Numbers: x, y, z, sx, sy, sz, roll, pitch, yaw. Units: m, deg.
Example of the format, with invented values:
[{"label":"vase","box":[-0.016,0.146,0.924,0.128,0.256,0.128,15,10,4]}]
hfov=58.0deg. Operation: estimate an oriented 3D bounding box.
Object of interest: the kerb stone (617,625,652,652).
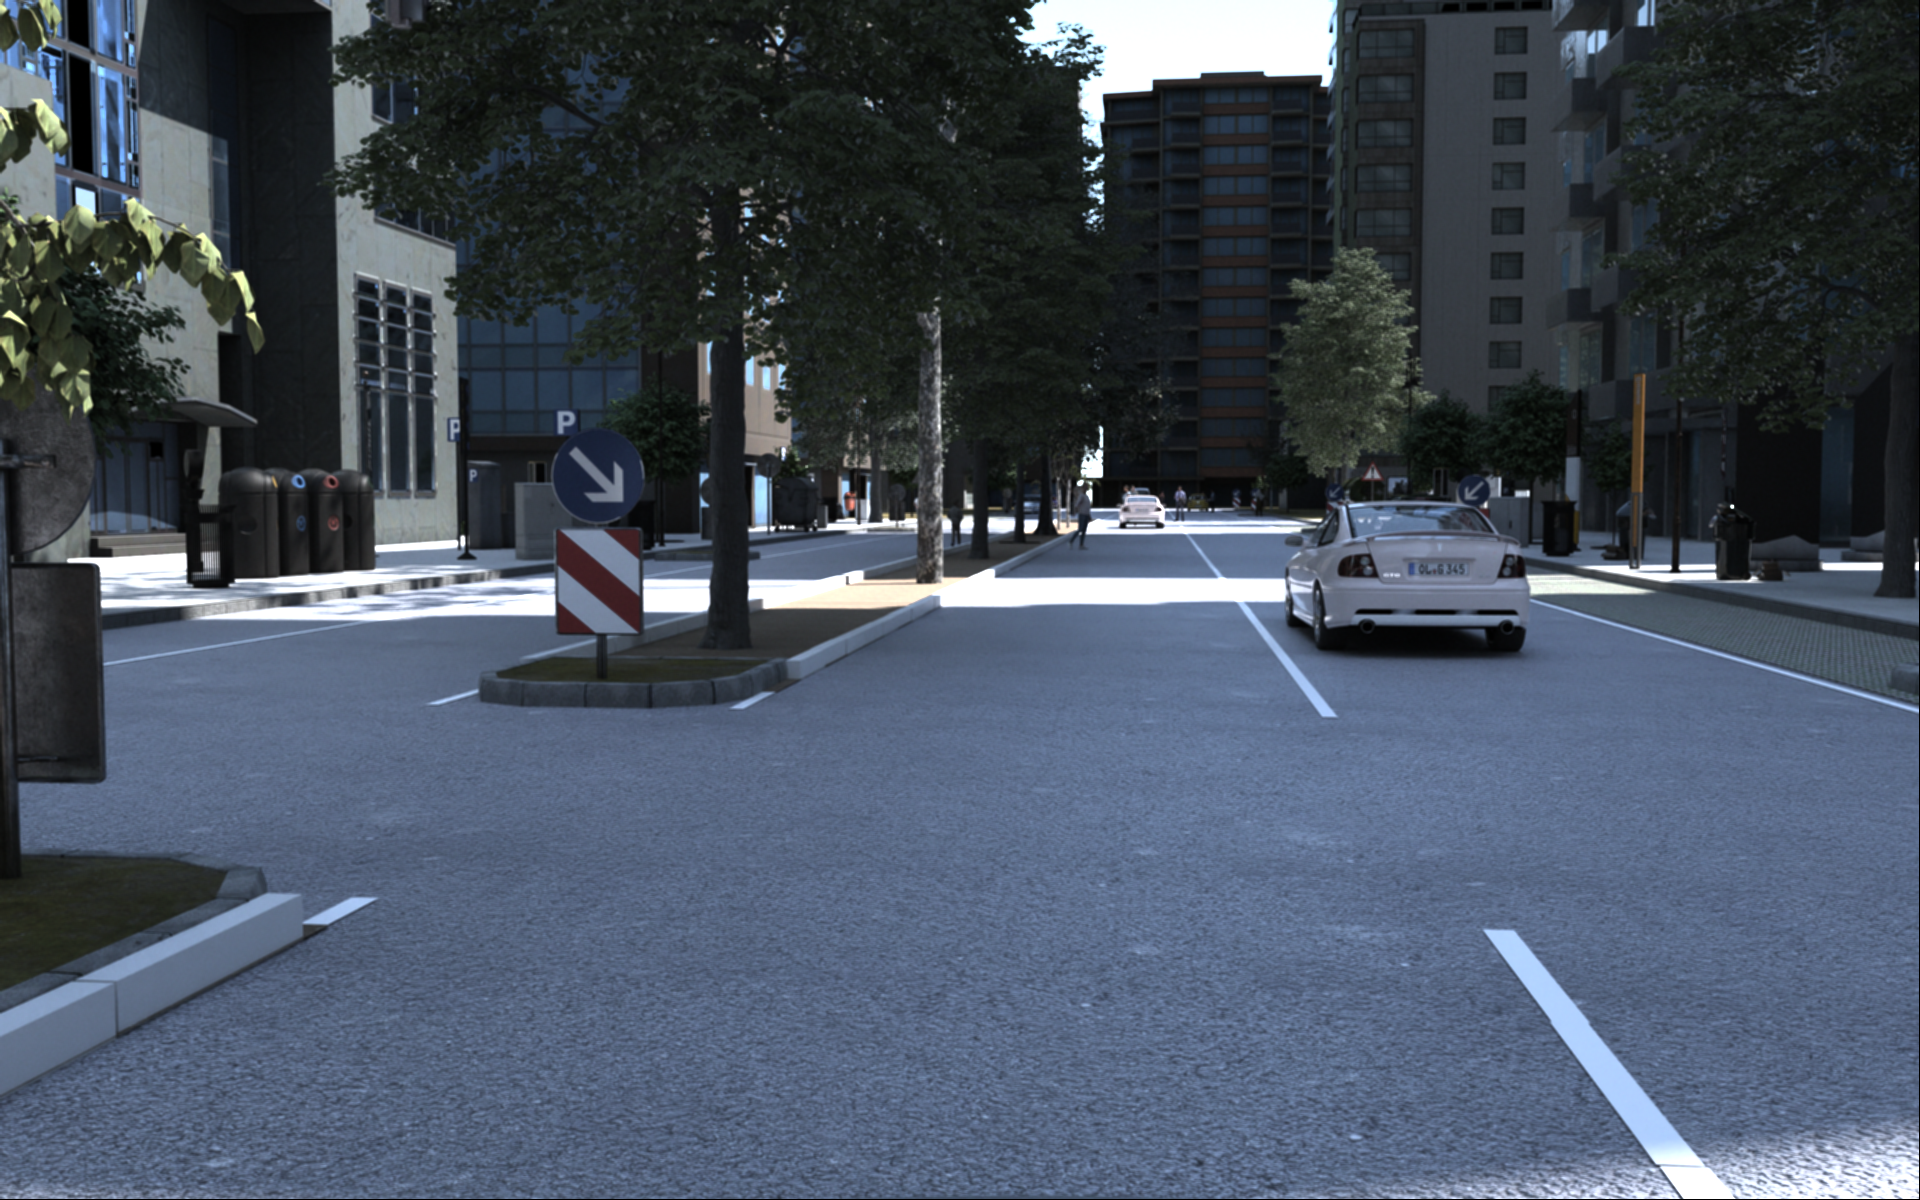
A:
[{"label":"kerb stone","box":[-3.094,0.373,16.094,0.120,0.150,1.000,0,4,6]}]

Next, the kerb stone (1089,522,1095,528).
[{"label":"kerb stone","box":[5.645,-3.224,74.900,0.120,0.150,1.000,0,4,6]}]

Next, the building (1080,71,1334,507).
[{"label":"building","box":[27.683,-32.295,182.644,28.867,44.769,22.147,0,4,6]}]

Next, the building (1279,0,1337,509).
[{"label":"building","box":[38.685,-50.603,140.032,22.319,86.520,31.000,0,4,6]}]

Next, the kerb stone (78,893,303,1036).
[{"label":"kerb stone","box":[-2.227,1.049,5.075,0.120,0.150,1.000,0,4,6]}]

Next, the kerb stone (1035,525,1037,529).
[{"label":"kerb stone","box":[2.878,-2.867,69.078,0.120,0.150,1.000,0,4,6]}]

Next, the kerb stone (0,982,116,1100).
[{"label":"kerb stone","box":[-2.333,1.109,4.058,0.120,0.150,1.000,0,4,6]}]

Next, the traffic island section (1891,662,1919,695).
[{"label":"traffic island section","box":[7.735,0.644,11.756,2.009,0.180,2.903,0,4,6]}]

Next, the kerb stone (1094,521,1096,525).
[{"label":"kerb stone","box":[5.758,-3.286,75.916,0.120,0.150,1.000,0,4,6]}]

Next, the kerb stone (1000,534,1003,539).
[{"label":"kerb stone","box":[1.154,-1.933,53.793,0.120,0.150,1.000,0,4,6]}]

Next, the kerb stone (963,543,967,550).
[{"label":"kerb stone","box":[0.004,-1.308,43.587,0.120,0.150,1.000,0,4,6]}]

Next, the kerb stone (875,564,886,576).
[{"label":"kerb stone","box":[-1.484,-0.496,30.347,0.120,0.150,1.000,0,4,6]}]

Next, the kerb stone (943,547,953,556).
[{"label":"kerb stone","box":[-0.341,-1.120,40.540,0.120,0.150,1.000,0,4,6]}]

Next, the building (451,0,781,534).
[{"label":"building","box":[-14.398,-25.184,61.874,14.600,45.320,14.200,0,4,6]}]

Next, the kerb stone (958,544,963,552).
[{"label":"kerb stone","box":[-0.108,-1.244,42.571,0.120,0.150,1.000,0,4,6]}]

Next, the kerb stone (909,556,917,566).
[{"label":"kerb stone","box":[-1.026,-0.747,34.434,0.120,0.150,1.000,0,4,6]}]

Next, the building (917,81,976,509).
[{"label":"building","box":[-4.818,-28.805,154.555,14.086,41.232,14.154,0,4,6]}]

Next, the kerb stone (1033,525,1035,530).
[{"label":"kerb stone","box":[2.769,-2.805,68.059,0.120,0.150,1.000,0,4,6]}]

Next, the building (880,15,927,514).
[{"label":"building","box":[-14.159,-30.544,119.005,23.786,49.044,30.456,0,4,6]}]

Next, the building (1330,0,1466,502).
[{"label":"building","box":[32.698,-26.638,119.131,14.154,41.232,14.086,0,4,6]}]

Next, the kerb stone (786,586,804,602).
[{"label":"kerb stone","box":[-2.286,-0.063,23.228,0.120,0.150,1.000,0,4,6]}]

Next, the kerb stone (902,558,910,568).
[{"label":"kerb stone","box":[-1.136,-0.686,33.417,0.120,0.150,1.000,0,4,6]}]

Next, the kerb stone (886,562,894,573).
[{"label":"kerb stone","box":[-1.368,-0.561,31.369,0.120,0.150,1.000,0,4,6]}]

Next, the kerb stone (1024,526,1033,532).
[{"label":"kerb stone","box":[2.648,-2.743,67.042,0.120,0.150,1.000,0,4,6]}]

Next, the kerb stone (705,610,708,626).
[{"label":"kerb stone","box":[-2.744,0.186,19.152,0.120,0.150,1.000,0,4,6]}]

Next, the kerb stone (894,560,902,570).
[{"label":"kerb stone","box":[-1.263,-0.620,32.398,0.120,0.150,1.000,0,4,6]}]

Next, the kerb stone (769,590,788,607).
[{"label":"kerb stone","box":[-2.408,-0.001,22.214,0.120,0.150,1.000,0,4,6]}]

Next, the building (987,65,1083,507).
[{"label":"building","box":[5.561,-32.537,182.092,14.200,45.320,14.600,0,4,6]}]

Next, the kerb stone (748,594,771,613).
[{"label":"kerb stone","box":[-2.520,0.063,21.197,0.120,0.150,1.000,0,4,6]}]

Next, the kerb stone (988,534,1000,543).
[{"label":"kerb stone","box":[1.040,-1.870,52.777,0.120,0.150,1.000,0,4,6]}]

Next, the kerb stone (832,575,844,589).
[{"label":"kerb stone","box":[-1.949,-0.250,26.277,0.120,0.150,1.000,0,4,6]}]

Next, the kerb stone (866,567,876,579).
[{"label":"kerb stone","box":[-1.601,-0.436,29.331,0.120,0.150,1.000,0,4,6]}]

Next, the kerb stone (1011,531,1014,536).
[{"label":"kerb stone","box":[1.610,-2.179,57.868,0.120,0.150,1.000,0,4,6]}]

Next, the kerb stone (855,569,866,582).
[{"label":"kerb stone","box":[-1.715,-0.374,28.315,0.120,0.150,1.000,0,4,6]}]

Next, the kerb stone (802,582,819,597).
[{"label":"kerb stone","box":[-2.168,-0.125,24.244,0.120,0.150,1.000,0,4,6]}]

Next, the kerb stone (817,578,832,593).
[{"label":"kerb stone","box":[-2.059,-0.187,25.260,0.120,0.150,1.000,0,4,6]}]

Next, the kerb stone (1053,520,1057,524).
[{"label":"kerb stone","box":[4.825,-3.924,86.378,0.120,0.150,1.000,0,4,6]}]

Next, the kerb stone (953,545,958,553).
[{"label":"kerb stone","box":[-0.223,-1.184,41.556,0.120,0.150,1.000,0,4,6]}]

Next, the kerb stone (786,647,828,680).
[{"label":"kerb stone","box":[-1.230,0.512,13.831,0.120,0.150,1.000,0,4,6]}]

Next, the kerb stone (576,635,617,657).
[{"label":"kerb stone","box":[-3.216,0.437,15.066,0.120,0.150,1.000,0,4,6]}]

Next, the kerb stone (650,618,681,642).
[{"label":"kerb stone","box":[-2.979,0.311,17.118,0.120,0.150,1.000,0,4,6]}]

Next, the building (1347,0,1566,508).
[{"label":"building","box":[30.494,-20.417,105.513,14.160,30.474,14.107,0,4,6]}]

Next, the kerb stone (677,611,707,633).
[{"label":"kerb stone","box":[-2.862,0.248,18.134,0.120,0.150,1.000,0,4,6]}]

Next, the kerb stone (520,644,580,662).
[{"label":"kerb stone","box":[-3.328,0.498,14.049,0.120,0.150,1.000,0,4,6]}]

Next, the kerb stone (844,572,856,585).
[{"label":"kerb stone","box":[-1.828,-0.312,27.294,0.120,0.150,1.000,0,4,6]}]

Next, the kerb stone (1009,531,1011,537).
[{"label":"kerb stone","box":[1.505,-2.120,56.851,0.120,0.150,1.000,0,4,6]}]

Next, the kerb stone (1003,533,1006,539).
[{"label":"kerb stone","box":[1.274,-1.995,54.809,0.120,0.150,1.000,0,4,6]}]

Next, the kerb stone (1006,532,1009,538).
[{"label":"kerb stone","box":[1.386,-2.050,55.836,0.120,0.150,1.000,0,4,6]}]

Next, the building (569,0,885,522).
[{"label":"building","box":[-12.085,-27.283,96.188,14.600,45.320,14.200,0,4,6]}]

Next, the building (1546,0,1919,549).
[{"label":"building","box":[30.921,-26.401,51.269,23.786,49.044,30.456,0,4,6]}]

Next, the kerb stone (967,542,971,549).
[{"label":"kerb stone","box":[0.114,-1.371,44.604,0.120,0.150,1.000,0,4,6]}]
